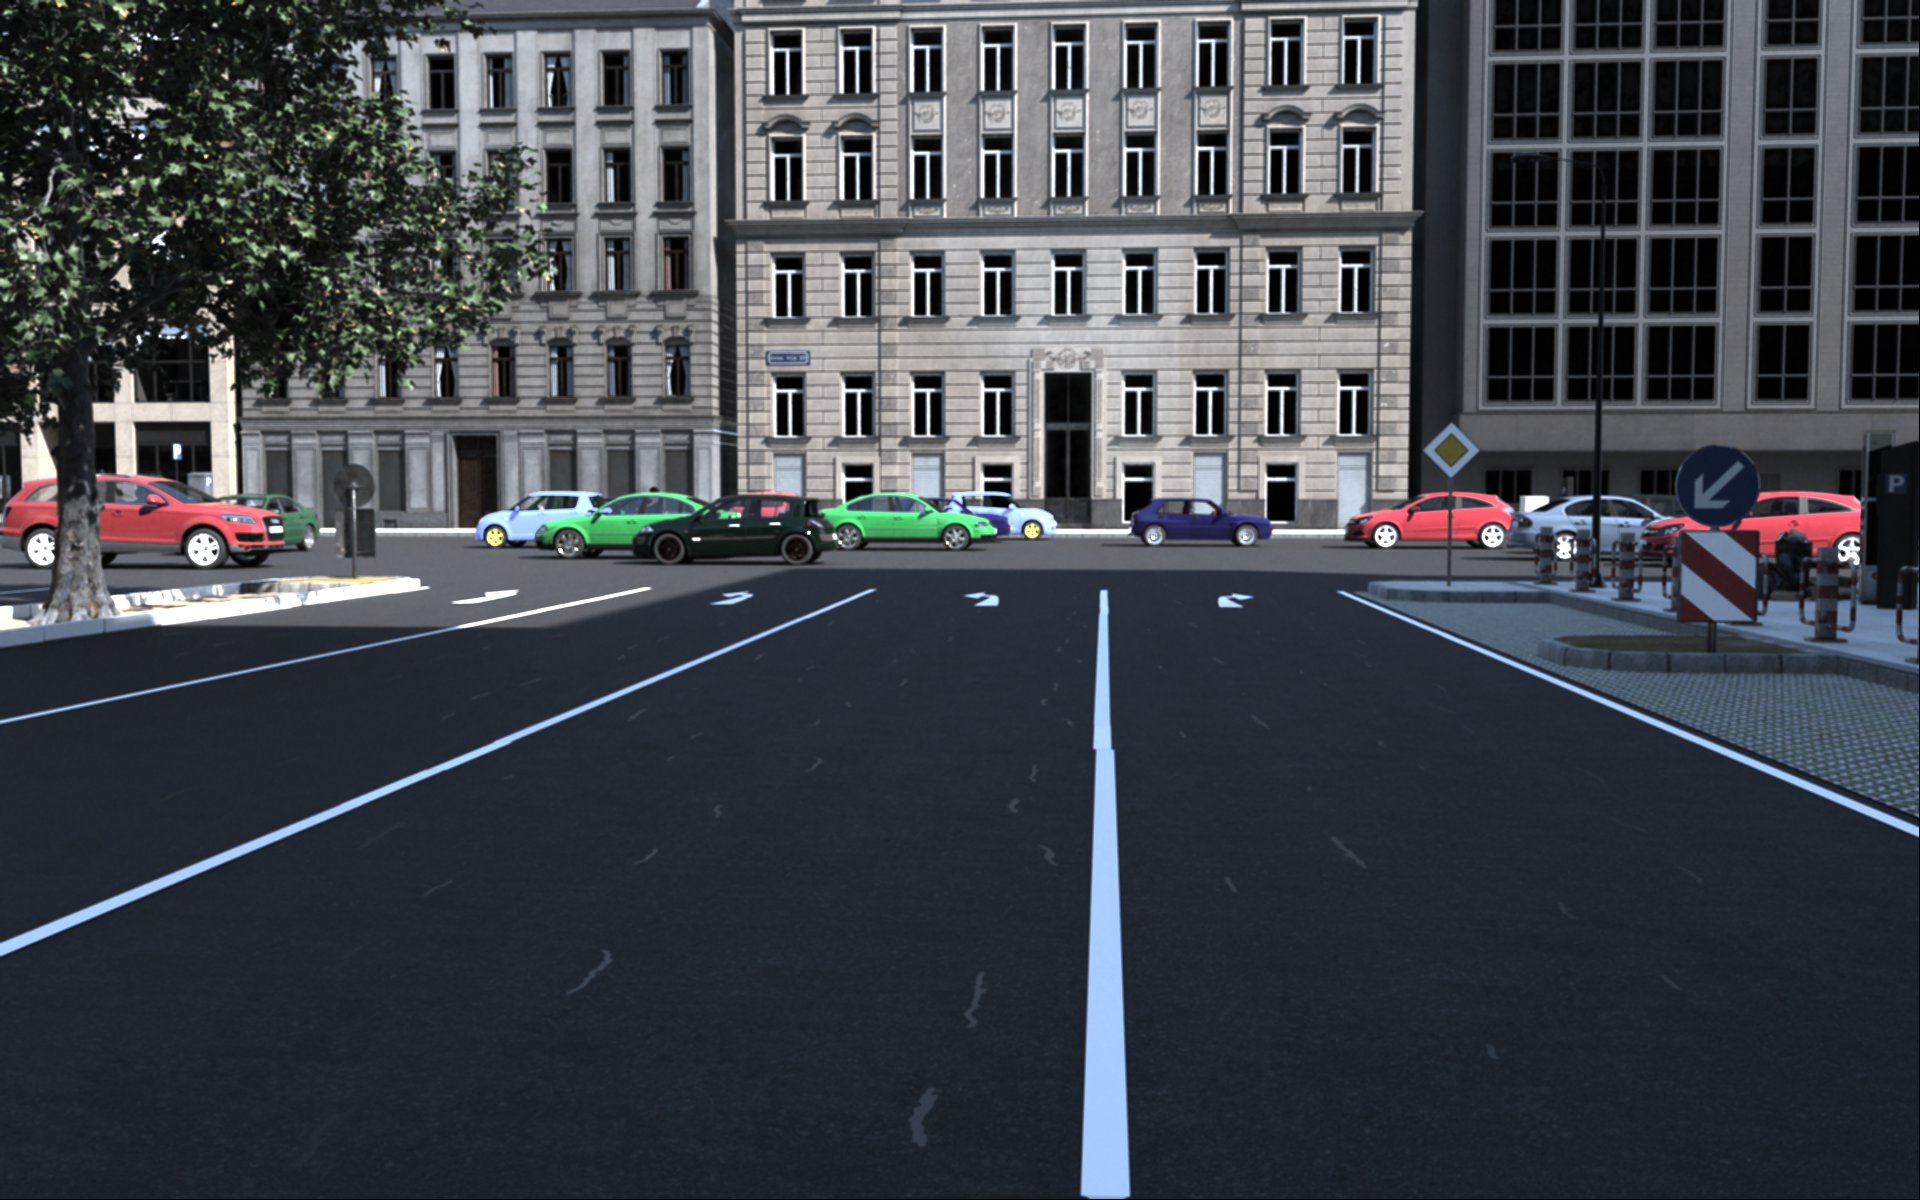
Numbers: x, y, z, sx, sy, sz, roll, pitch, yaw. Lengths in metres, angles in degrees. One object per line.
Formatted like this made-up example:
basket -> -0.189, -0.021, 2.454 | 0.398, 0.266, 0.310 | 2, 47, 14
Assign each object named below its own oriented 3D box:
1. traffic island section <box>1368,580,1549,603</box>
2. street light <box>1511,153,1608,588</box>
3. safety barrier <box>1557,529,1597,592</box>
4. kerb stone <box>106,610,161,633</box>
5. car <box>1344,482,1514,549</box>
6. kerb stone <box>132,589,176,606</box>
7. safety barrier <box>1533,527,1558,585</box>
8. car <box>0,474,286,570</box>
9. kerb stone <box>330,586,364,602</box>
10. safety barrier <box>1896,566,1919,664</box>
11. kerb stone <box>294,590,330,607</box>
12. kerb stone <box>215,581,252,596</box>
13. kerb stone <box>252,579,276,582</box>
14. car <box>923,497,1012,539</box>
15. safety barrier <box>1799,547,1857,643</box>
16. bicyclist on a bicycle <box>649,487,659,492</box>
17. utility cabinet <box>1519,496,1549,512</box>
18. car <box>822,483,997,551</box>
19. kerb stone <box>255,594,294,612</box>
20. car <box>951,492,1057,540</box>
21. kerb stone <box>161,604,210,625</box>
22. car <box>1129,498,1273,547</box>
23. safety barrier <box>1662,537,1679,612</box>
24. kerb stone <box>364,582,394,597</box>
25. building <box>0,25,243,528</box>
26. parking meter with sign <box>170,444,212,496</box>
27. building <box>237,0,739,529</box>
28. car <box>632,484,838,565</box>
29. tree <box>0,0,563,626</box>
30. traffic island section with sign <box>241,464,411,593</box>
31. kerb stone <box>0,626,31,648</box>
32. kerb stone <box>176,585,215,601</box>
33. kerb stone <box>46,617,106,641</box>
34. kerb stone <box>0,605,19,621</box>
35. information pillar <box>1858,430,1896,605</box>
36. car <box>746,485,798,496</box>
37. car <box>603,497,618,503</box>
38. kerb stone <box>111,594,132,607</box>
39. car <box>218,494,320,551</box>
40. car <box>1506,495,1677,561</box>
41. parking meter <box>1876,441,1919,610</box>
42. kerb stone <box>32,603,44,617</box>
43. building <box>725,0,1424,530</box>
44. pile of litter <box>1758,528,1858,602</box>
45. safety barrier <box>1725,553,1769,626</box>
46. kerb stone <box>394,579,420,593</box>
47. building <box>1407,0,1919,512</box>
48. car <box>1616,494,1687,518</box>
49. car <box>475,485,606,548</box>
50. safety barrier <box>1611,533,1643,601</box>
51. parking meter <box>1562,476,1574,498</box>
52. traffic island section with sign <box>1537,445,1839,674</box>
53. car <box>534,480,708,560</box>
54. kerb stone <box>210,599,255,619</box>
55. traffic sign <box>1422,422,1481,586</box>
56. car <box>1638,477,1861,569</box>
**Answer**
traffic island section -> 6.833, -0.114, 24.146 | 2.009, 0.180, 2.903 | 0, 4, 5
street light -> 8.204, -3.130, 23.717 | 1.470, 5.913, 1.316 | 0, 4, 5
safety barrier -> 8.161, -0.515, 22.688 | 0.300, 0.817, 1.120 | 0, 4, 5
kerb stone -> -8.832, 0.237, 18.362 | 0.120, 0.150, 1.000 | 0, 4, 5
car -> 12.480, -2.260, 45.984 | 4.494, 1.783, 2.155 | 0, 4, 4
kerb stone -> -10.584, -0.024, 22.584 | 0.120, 0.150, 1.000 | 0, 4, 5
safety barrier -> 8.323, -0.632, 24.602 | 0.300, 0.817, 1.120 | 0, 4, 5
car -> -15.918, -1.541, 33.871 | 5.304, 1.827, 2.281 | 0, 4, 3
kerb stone -> -8.398, -0.079, 23.497 | 0.120, 0.150, 1.000 | 0, 4, 5
safety barrier -> 7.359, 0.071, 13.110 | 0.300, 0.817, 1.120 | 0, 4, 5
kerb stone -> -8.488, -0.017, 22.474 | 0.120, 0.150, 1.000 | 0, 4, 5
kerb stone -> -10.415, -0.149, 24.630 | 0.120, 0.150, 1.000 | 0, 4, 5
kerb stone -> -10.326, -0.210, 25.654 | 0.120, 0.150, 1.000 | 0, 4, 5
car -> -0.388, -2.399, 51.806 | 3.894, 1.354, 1.945 | 0, 4, 4
safety barrier -> 7.523, -0.046, 15.030 | 0.300, 0.817, 1.120 | 0, 4, 5
bicyclist on a bicycle -> -7.808, -2.076, 43.968 | 1.625, 1.676, 1.499 | 0, 4, 5
utility cabinet -> 19.086, -2.838, 57.566 | 1.020, 1.237, 0.306 | -2, 4, -24
car -> -1.415, -2.186, 44.544 | 4.718, 1.807, 1.959 | 0, 4, 5
kerb stone -> -8.566, 0.053, 21.446 | 0.120, 0.150, 1.000 | 0, 4, 5
car -> 1.216, -2.763, 54.763 | 3.694, 1.707, 1.945 | 0, 4, 4
kerb stone -> -8.740, 0.171, 19.395 | 0.120, 0.150, 1.000 | 0, 4, 5
car -> 6.631, -2.157, 47.845 | 3.894, 1.354, 1.945 | 0, 4, 3
safety barrier -> 7.842, -0.280, 18.853 | 0.300, 0.817, 1.120 | 0, 4, 5
kerb stone -> -8.309, -0.138, 24.520 | 0.120, 0.150, 1.000 | 0, 4, 5
building -> -43.128, -16.501, 74.304 | 34.151, 26.468, 19.350 | 0, 4, 5
parking meter with sign -> -26.366, -3.902, 60.062 | 1.738, 3.016, 0.543 | 0, 4, 6
building -> -17.401, -13.363, 67.629 | 18.267, 20.994, 9.793 | 0, 4, 5
car -> -4.619, -1.584, 35.692 | 4.222, 1.686, 2.009 | 0, 4, 3
tree -> -9.706, -6.079, 18.853 | 9.611, 12.733, 9.660 | 0, 3, 0
traffic island section with sign -> -9.255, -1.076, 25.728 | 2.006, 1.907, 1.989 | 0, 4, 5
kerb stone -> -8.995, 0.360, 16.315 | 0.120, 0.150, 1.000 | 0, 4, 5
kerb stone -> -10.500, -0.086, 23.607 | 0.120, 0.150, 1.000 | 0, 4, 5
kerb stone -> -8.918, 0.297, 17.339 | 0.120, 0.150, 1.000 | 0, 4, 5
kerb stone -> -10.841, 0.165, 19.499 | 0.120, 0.150, 1.000 | 0, 4, 5
information pillar -> 10.647, -0.956, 20.122 | 0.304, 2.012, 0.304 | 1, 4, 20
car -> -4.873, -2.222, 45.368 | 2.155, 1.783, 4.494 | 0, 4, 6
car -> -11.354, -2.640, 55.738 | 3.894, 1.354, 1.945 | 0, 4, 3
kerb stone -> -10.669, 0.045, 21.550 | 0.120, 0.150, 1.000 | 0, 4, 5
car -> -17.390, -1.870, 42.379 | 2.131, 1.459, 4.920 | 0, 4, 4
car -> 14.244, -1.568, 37.638 | 4.499, 1.417, 2.014 | 0, 4, 5
parking meter -> 10.475, -0.834, 19.346 | 0.255, 1.863, 0.399 | -3, 5, -42
kerb stone -> -10.757, 0.102, 20.527 | 0.120, 0.150, 1.000 | 0, 4, 5
building -> 4.345, -16.514, 67.260 | 25.104, 27.353, 12.463 | 0, 4, 5
pile of litter -> 10.412, -0.441, 21.170 | 1.719, 0.858, 1.176 | 0, 4, -5
safety barrier -> 7.678, -0.163, 16.943 | 0.300, 0.817, 1.120 | 0, 4, 5
kerb stone -> -8.227, -0.205, 25.543 | 0.120, 0.150, 1.000 | 0, 4, 5
building -> 28.889, -16.668, 66.037 | 24.014, 27.812, 14.314 | 0, 4, 5
car -> 15.926, -1.946, 41.610 | 4.222, 1.686, 2.009 | 0, 4, 3
car -> -11.088, -2.249, 46.367 | 3.694, 1.707, 1.945 | 0, 4, 6
safety barrier -> 7.998, -0.398, 20.779 | 0.300, 0.817, 1.120 | 0, 4, 5
parking meter -> 20.193, -3.172, 57.573 | 0.255, 1.863, 0.399 | 0, 4, -3
traffic island section with sign -> 6.044, -0.372, 14.705 | 1.989, 1.847, 2.006 | 0, 4, 5
car -> -7.141, -1.831, 38.729 | 4.718, 1.807, 1.959 | 0, 4, 5
kerb stone -> -8.650, 0.109, 20.419 | 0.120, 0.150, 1.000 | 0, 4, 5
traffic sign -> 6.808, -1.249, 24.071 | 0.795, 2.450, 0.064 | 0, 4, 5
car -> 15.766, -1.539, 34.196 | 4.494, 1.783, 2.155 | 0, 4, 6
